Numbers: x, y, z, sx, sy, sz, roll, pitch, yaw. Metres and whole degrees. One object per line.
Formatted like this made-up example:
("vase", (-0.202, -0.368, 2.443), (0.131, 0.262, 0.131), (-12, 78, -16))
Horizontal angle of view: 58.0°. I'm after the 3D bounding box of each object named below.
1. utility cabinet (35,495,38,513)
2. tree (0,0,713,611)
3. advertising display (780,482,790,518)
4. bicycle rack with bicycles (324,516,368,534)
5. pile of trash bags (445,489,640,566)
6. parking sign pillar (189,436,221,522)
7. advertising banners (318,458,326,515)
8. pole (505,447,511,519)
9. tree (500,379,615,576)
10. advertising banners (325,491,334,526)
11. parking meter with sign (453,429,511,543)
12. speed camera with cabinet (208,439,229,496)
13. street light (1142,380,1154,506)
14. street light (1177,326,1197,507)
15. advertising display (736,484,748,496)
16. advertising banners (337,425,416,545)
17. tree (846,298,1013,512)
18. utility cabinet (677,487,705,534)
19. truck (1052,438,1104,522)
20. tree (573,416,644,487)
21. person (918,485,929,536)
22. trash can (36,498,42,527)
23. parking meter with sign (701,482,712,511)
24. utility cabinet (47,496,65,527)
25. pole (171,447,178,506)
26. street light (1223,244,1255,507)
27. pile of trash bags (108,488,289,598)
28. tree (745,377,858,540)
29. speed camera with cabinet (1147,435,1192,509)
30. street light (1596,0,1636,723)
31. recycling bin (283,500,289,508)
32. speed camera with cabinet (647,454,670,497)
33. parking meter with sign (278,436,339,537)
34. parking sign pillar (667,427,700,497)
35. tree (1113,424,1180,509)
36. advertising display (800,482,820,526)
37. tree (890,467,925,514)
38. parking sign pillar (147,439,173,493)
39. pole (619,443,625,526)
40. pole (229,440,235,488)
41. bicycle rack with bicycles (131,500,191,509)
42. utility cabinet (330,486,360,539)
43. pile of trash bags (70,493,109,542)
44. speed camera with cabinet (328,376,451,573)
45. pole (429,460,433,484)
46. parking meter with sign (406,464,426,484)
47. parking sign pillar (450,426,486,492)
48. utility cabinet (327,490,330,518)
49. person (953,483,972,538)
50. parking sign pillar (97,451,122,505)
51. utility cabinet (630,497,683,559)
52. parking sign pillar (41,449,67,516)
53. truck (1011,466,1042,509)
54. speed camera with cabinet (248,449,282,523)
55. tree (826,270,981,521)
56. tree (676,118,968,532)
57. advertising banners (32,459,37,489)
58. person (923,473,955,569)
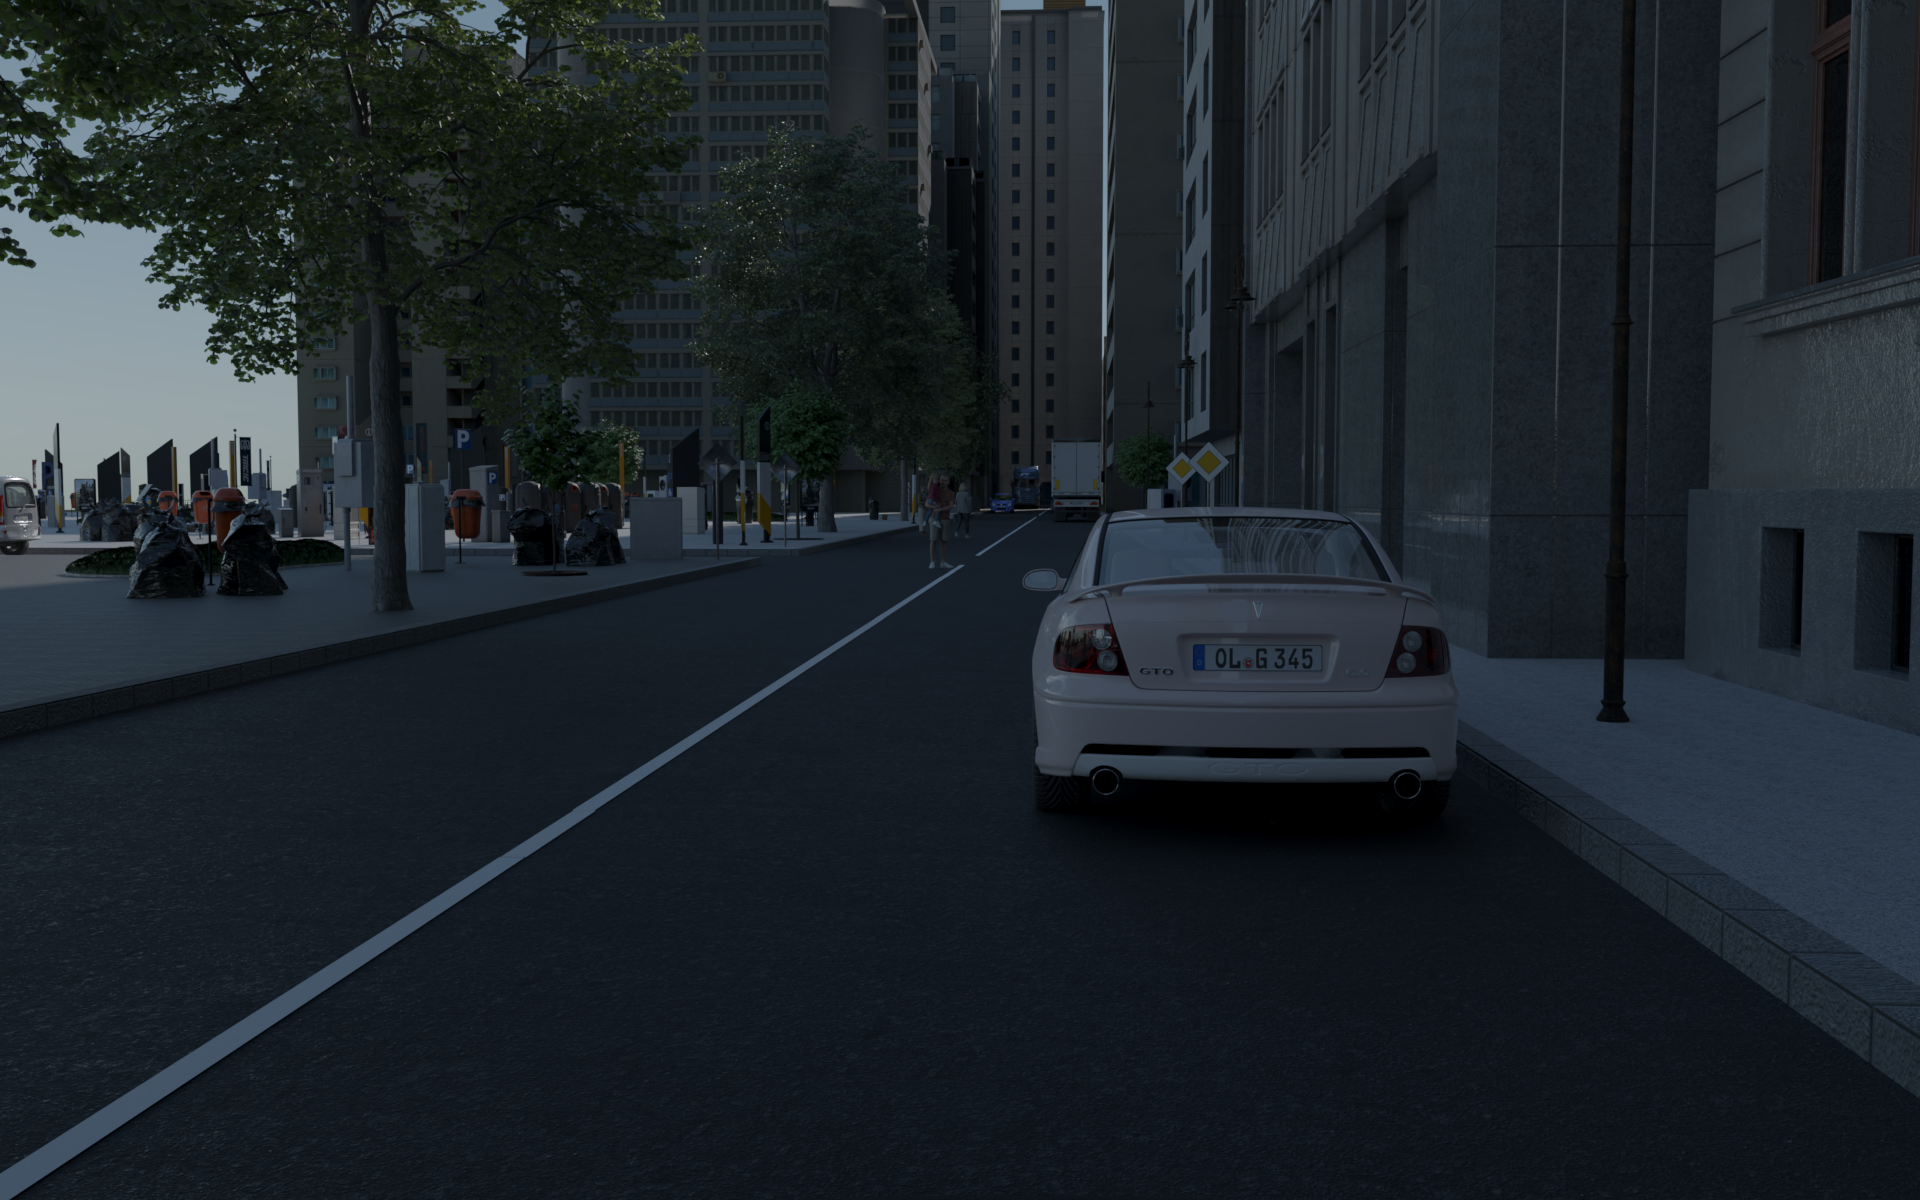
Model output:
("utility cabinet", (-56.923, -5.799, 105.973), (1.020, 1.237, 0.306), (-3, 5, -41))
("tree", (-6.744, -6.160, 18.835), (7.486, 12.596, 7.792), (0, 3, 0))
("advertising display", (-9.463, -5.419, 93.822), (0.123, 1.923, 0.974), (-2, 4, -31))
("bicycle rack with bicycles", (-20.089, -2.606, 55.991), (2.852, 0.926, 2.925), (0, 4, -8))
("pile of trash bags", (-7.819, -1.351, 31.844), (3.447, 1.369, 1.912), (1, 4, 15))
("parking sign pillar", (-35.344, -5.668, 81.138), (1.447, 3.967, 1.447), (0, 4, 0))
("advertising banners", (-31.059, -5.390, 84.318), (0.090, 3.025, 2.074), (-1, 4, -10))
("pole", (-19.491, -4.941, 74.634), (0.158, 3.312, 0.155), (0, 3, 0))
("tree", (-6.297, -2.006, 27.397), (1.663, 3.219, 1.824), (0, 3, 0))
("advertising banners", (-25.002, -4.547, 70.527), (0.090, 3.025, 2.074), (1, 4, 19))
("parking meter with sign", (-12.658, -3.044, 46.023), (1.738, 3.016, 0.543), (2, 4, 34))
("speed camera with cabinet", (-26.319, -4.117, 61.651), (0.660, 3.252, 2.038), (-2, 4, -27))
("street light", (7.649, -5.969, 70.376), (0.468, 5.910, 1.993), (0, 4, 4))
("street light", (6.243, -4.587, 47.789), (0.468, 5.910, 1.993), (0, 4, 4))
("advertising display", (-13.350, -6.169, 106.080), (0.974, 1.923, 0.123), (3, 5, 44))
("advertising banners", (-14.698, -2.907, 43.724), (2.074, 3.025, 0.090), (0, 4, 6))
("tree", (-1.761, -11.192, 99.992), (9.611, 12.733, 9.660), (0, 3, 0))
("utility cabinet", (-8.625, -2.870, 55.596), (0.318, 1.500, 1.173), (-3, 5, -41))
("truck", (6.258, -6.305, 92.002), (2.839, 4.237, 11.283), (0, 4, 5))
("tree", (-14.848, -5.468, 73.115), (4.285, 4.588, 4.351), (0, 3, 0))
("person", (-1.248, -3.106, 59.825), (0.362, 1.759, 0.519), (1, 4, 21))
("trash can", (-34.713, -3.248, 64.756), (0.748, 1.137, 0.748), (0, 3, 0))
("parking meter with sign", (-16.296, -7.042, 111.397), (1.738, 3.016, 0.543), (-1, 4, -9))
("utility cabinet", (-35.098, -3.431, 67.266), (0.306, 1.237, 1.020), (0, 4, -7))
("pole", (-33.793, -4.937, 74.561), (0.158, 3.312, 0.155), (0, 3, 0))
("street light", (5.173, -3.638, 32.261), (0.468, 5.910, 1.993), (0, 4, 4))
("pile of trash bags", (-9.902, -0.811, 23.016), (1.912, 1.369, 3.447), (-1, 4, -16))
("tree", (-4.489, -3.976, 48.716), (4.285, 4.588, 4.351), (0, 3, 0))
("speed camera with cabinet", (6.964, -3.858, 57.407), (0.660, 3.252, 2.038), (3, 4, 36))
("street light", (3.693, -2.253, 9.620), (0.468, 5.910, 1.993), (0, 4, 4))
("recycling bin", (-30.345, -4.056, 78.866), (0.722, 1.027, 0.722), (0, 4, -6))
("speed camera with cabinet", (-14.884, -5.615, 86.149), (0.660, 3.252, 2.038), (-3, 4, -37))
("parking meter with sign", (-19.463, -3.397, 51.799), (1.738, 3.016, 0.543), (-3, 4, -36))
("parking sign pillar", (-11.098, -4.957, 69.520), (1.447, 3.967, 1.447), (-3, 5, -43))
("tree", (8.807, -5.953, 81.039), (4.285, 4.588, 4.351), (0, 3, 0))
("advertising display", (-5.969, -3.890, 68.815), (0.123, 1.923, 0.974), (3, 5, 43))
("tree", (-3.201, -9.823, 110.970), (4.360, 8.622, 3.978), (0, 3, 0))
("parking sign pillar", (-38.885, -5.868, 84.407), (1.447, 3.967, 1.447), (0, 4, 5))
("pole", (-13.468, -4.595, 68.976), (0.158, 3.312, 0.155), (0, 3, 0))
("pole", (-27.687, -4.408, 65.919), (0.158, 3.312, 0.155), (0, 3, 0))
("bicycle rack with bicycles", (-47.563, -5.407, 101.786), (2.925, 0.926, 2.852), (1, 4, 15))
("utility cabinet", (-17.230, -2.446, 48.677), (0.318, 1.500, 1.173), (0, 4, 2))
("pile of trash bags", (-22.394, -2.339, 47.991), (1.912, 1.369, 3.447), (3, 5, 44))
("speed camera with cabinet", (-9.515, -2.112, 28.870), (2.038, 3.252, 0.660), (2, 4, 30))
("pole", (-31.998, -6.789, 104.840), (0.158, 3.312, 0.155), (0, 3, 0))
("parking meter with sign", (-32.057, -6.520, 102.855), (0.543, 3.016, 1.738), (1, 4, 22))
("parking sign pillar", (-19.462, -4.898, 68.560), (1.447, 3.967, 1.447), (0, 4, 5))
("utility cabinet", (-33.177, -5.101, 92.079), (1.173, 1.500, 0.318), (3, 4, 38))
("person", (0.028, -2.898, 56.070), (0.709, 1.800, 0.728), (2, 4, 35))
("parking sign pillar", (-52.962, -7.302, 107.857), (1.447, 3.967, 1.447), (-1, 4, -13))
("utility cabinet", (-6.000, -1.411, 34.224), (1.020, 1.237, 0.306), (-1, 4, -9))
("parking sign pillar", (-54.369, -7.052, 103.765), (1.447, 3.967, 1.447), (1, 4, 22))
("truck", (6.696, -11.126, 171.665), (2.967, 4.110, 18.799), (0, 4, 3))
("speed camera with cabinet", (-30.479, -4.990, 75.921), (0.660, 3.252, 2.038), (0, 4, 5))
("tree", (-3.049, -10.058, 82.582), (7.486, 12.596, 7.792), (0, 3, 0))
("tree", (-4.573, -9.244, 57.799), (9.857, 13.997, 8.962), (0, 3, 0))
("advertising banners", (-46.607, -5.532, 86.641), (0.090, 3.025, 2.074), (0, 4, -4))
("person", (-0.423, -1.526, 33.429), (0.573, 1.828, 0.580), (2, 4, 33))
